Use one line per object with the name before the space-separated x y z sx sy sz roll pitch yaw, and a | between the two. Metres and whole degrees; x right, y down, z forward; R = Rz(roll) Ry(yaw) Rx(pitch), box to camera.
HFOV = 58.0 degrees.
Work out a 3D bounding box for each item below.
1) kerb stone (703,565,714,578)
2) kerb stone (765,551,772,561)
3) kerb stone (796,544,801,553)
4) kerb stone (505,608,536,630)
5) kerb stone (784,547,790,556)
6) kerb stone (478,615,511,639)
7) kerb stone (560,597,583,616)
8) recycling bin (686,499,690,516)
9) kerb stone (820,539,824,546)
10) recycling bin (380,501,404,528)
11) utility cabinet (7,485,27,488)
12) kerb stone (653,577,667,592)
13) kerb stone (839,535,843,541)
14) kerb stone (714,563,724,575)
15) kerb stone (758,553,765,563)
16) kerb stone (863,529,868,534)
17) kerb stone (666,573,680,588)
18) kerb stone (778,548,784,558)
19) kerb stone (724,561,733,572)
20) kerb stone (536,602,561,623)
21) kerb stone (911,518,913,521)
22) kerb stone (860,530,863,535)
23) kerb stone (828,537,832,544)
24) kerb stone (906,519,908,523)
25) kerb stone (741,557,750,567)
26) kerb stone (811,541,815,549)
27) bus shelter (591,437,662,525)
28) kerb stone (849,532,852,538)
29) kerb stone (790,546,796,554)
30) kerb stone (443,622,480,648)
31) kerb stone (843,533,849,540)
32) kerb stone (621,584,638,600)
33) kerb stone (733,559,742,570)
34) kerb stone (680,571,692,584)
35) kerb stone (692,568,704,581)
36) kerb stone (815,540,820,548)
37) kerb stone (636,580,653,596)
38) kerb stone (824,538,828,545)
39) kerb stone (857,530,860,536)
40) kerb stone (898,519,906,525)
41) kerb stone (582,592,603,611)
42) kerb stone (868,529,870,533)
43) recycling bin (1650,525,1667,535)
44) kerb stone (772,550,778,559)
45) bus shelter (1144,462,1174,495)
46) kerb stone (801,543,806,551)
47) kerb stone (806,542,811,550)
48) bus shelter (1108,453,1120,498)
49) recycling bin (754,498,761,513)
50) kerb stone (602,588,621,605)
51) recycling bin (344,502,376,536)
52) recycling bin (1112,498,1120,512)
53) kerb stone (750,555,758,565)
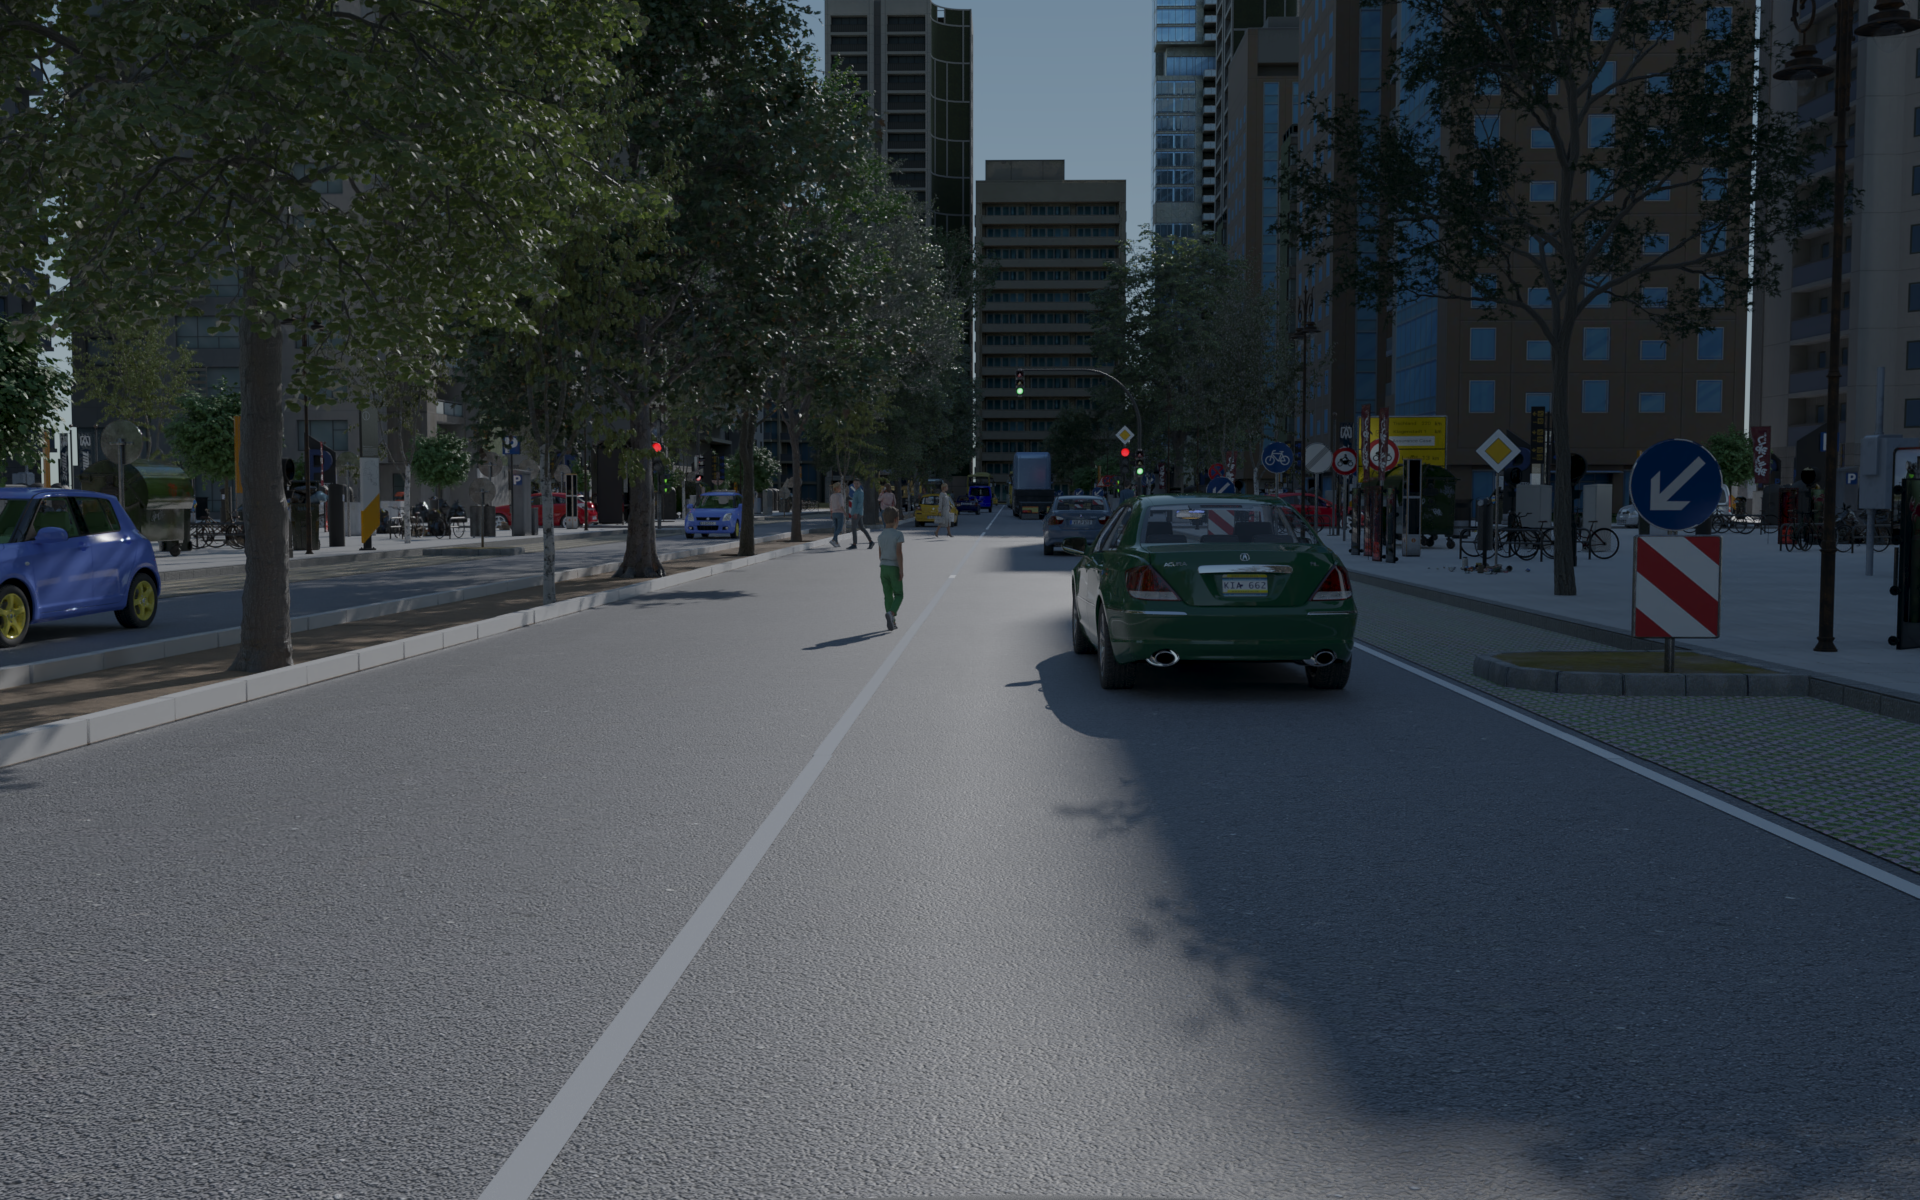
kerb stone | -4.436 -0.471 29.891 0.120 0.150 1.000 0 4 2
kerb stone | -4.212 -0.910 37.076 0.120 0.150 1.000 0 4 2
kerb stone | -4.054 -1.224 42.214 0.120 0.150 1.000 0 4 2
kerb stone | -4.779 0.220 18.603 0.120 0.150 1.000 0 4 2
kerb stone | -4.119 -1.099 40.159 0.120 0.150 1.000 0 4 2
kerb stone | -4.794 0.284 17.581 0.120 0.150 1.000 0 4 2
kerb stone | -4.712 0.094 20.657 0.120 0.150 1.000 0 4 2
recycling bin | -17.575 -6.189 113.745 0.722 1.027 0.722 -1 4 -11
kerb stone | -3.901 -1.531 47.328 0.120 0.150 1.000 0 4 2
recycling bin | -20.793 -3.116 63.505 0.722 1.027 0.722 0 4 -4
utility cabinet | -22.666 -1.969 40.870 0.318 1.500 1.173 3 5 41
kerb stone | -4.553 -0.218 25.782 0.120 0.150 1.000 0 4 2
kerb stone | -3.739 -1.850 52.449 0.120 0.150 1.000 0 4 2
kerb stone | -4.398 -0.533 30.917 0.120 0.150 1.000 0 4 2
kerb stone | -4.242 -0.842 36.045 0.120 0.150 1.000 0 4 2
kerb stone | -3.474 -2.413 61.669 0.120 0.150 1.000 0 4 2
kerb stone | -4.523 -0.281 26.813 0.120 0.150 1.000 0 4 2
kerb stone | -4.149 -1.036 39.128 0.120 0.150 1.000 0 4 2
kerb stone | -4.370 -0.596 31.939 0.120 0.150 1.000 0 4 2
kerb stone | -4.739 0.157 19.636 0.120 0.150 1.000 0 4 2
kerb stone | -2.649 -4.073 88.786 0.120 0.150 1.000 0 4 2
kerb stone | -3.528 -2.282 59.612 0.120 0.150 1.000 0 4 2
kerb stone | -3.841 -1.663 49.379 0.120 0.150 1.000 0 4 2
kerb stone | -2.774 -3.820 84.685 0.120 0.150 1.000 0 4 2
kerb stone | -4.312 -0.722 33.999 0.120 0.150 1.000 0 4 2
kerb stone | -3.972 -1.412 45.285 0.120 0.150 1.000 0 4 2
bus shelter | -14.322 -5.099 74.646 1.731 3.624 6.357 0 4 2
kerb stone | -3.654 -2.037 55.519 0.120 0.150 1.000 0 4 2
kerb stone | -4.093 -1.161 41.185 0.120 0.150 1.000 0 4 2
kerb stone | -4.830 0.345 16.557 0.120 0.150 1.000 0 4 2
kerb stone | -3.685 -1.972 54.497 0.120 0.150 1.000 0 4 2
kerb stone | -4.612 -0.090 23.724 0.120 0.150 1.000 0 4 2
kerb stone | -4.338 -0.657 32.964 0.120 0.150 1.000 0 4 2
kerb stone | -4.493 -0.345 27.835 0.120 0.150 1.000 0 4 2
kerb stone | -4.465 -0.402 28.864 0.120 0.150 1.000 0 4 2
kerb stone | -3.933 -1.475 46.307 0.120 0.150 1.000 0 4 2
kerb stone | -4.584 -0.156 24.751 0.120 0.150 1.000 0 4 2
kerb stone | -3.874 -1.600 48.350 0.120 0.150 1.000 0 4 2
kerb stone | -3.565 -2.224 58.590 0.120 0.150 1.000 0 4 2
kerb stone | -2.810 -3.760 83.664 0.120 0.150 1.000 0 4 2
kerb stone | -4.678 0.031 21.681 0.120 0.150 1.000 0 4 2
kerb stone | -3.440 -2.477 62.690 0.120 0.150 1.000 0 4 2
recycling bin | 20.499 -2.319 50.462 0.722 1.027 0.722 1 4 22
kerb stone | -4.188 -0.973 38.104 0.120 0.150 1.000 0 4 2
bus shelter | 12.936 -7.202 111.678 2.014 3.302 5.546 0 4 2
kerb stone | -4.025 -1.287 43.235 0.120 0.150 1.000 0 4 2
kerb stone | -3.994 -1.350 44.264 0.120 0.150 1.000 0 4 2
bus shelter | 12.764 -9.957 140.430 2.179 5.291 8.768 0 4 2
recycling bin | -13.633 -6.256 114.845 0.722 1.027 0.722 1 4 15
kerb stone | -4.649 -0.031 22.703 0.120 0.150 1.000 0 4 2
recycling bin | -18.492 -2.493 53.318 0.722 1.027 0.722 2 4 32
recycling bin | 10.058 -5.884 108.764 0.722 1.027 0.722 -3 4 -36
kerb stone | -4.277 -0.780 35.023 0.120 0.150 1.000 0 4 2
